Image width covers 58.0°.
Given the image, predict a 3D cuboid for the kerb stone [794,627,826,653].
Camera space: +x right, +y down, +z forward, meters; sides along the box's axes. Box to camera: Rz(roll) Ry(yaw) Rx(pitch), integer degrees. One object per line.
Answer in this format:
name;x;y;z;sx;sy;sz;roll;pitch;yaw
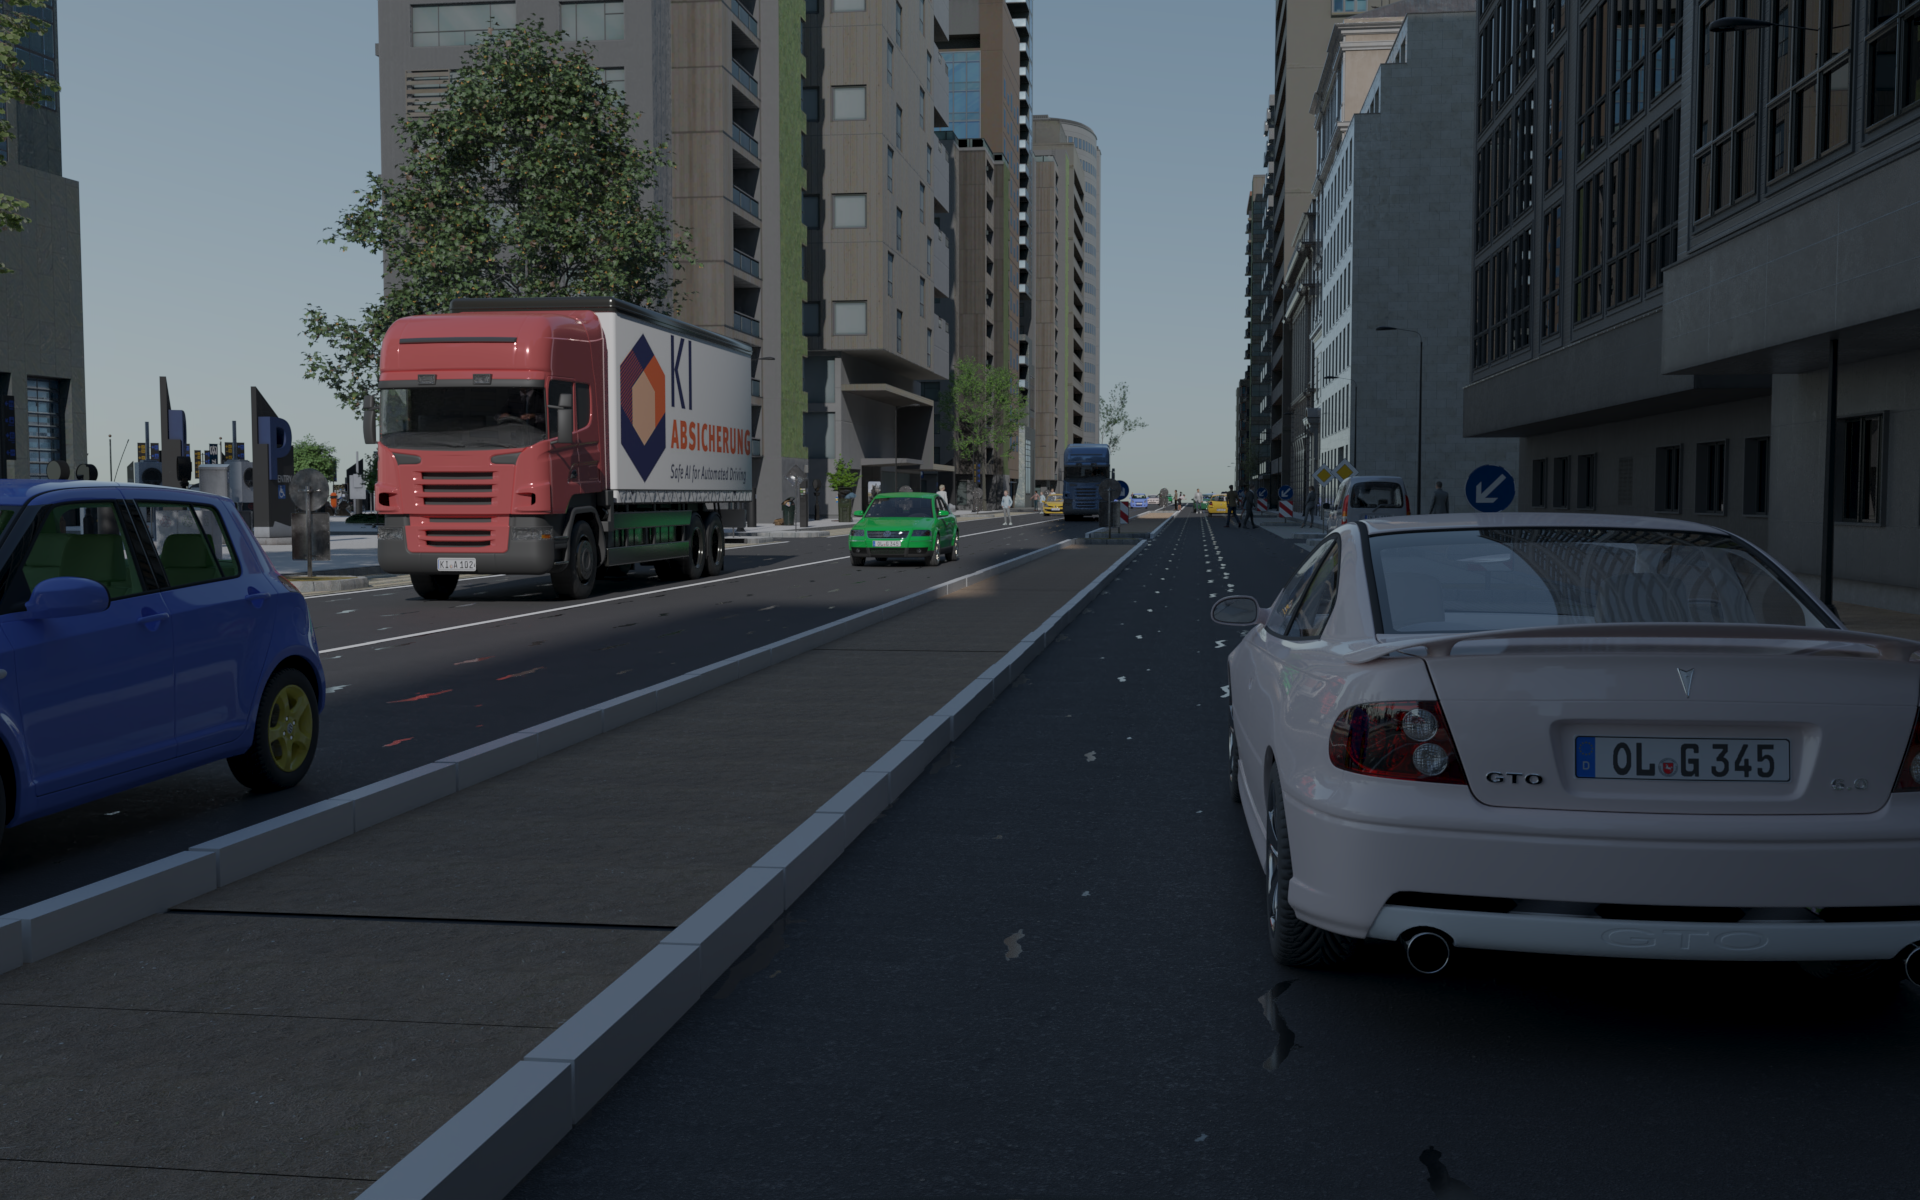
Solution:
kerb stone;-1.418;0.385;15.897;0.120;0.150;1.000;0;4;8

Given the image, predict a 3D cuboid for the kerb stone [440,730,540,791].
kerb stone;-2.394;0.820;8.801;0.120;0.150;1.000;0;4;8

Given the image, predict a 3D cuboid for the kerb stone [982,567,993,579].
kerb stone;0.390;-0.423;29.111;0.120;0.150;1.000;0;4;8

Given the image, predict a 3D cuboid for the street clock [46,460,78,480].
street clock;-19.383;-2.000;37.267;0.471;2.002;0.358;2;4;26

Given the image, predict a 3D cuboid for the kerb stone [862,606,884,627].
kerb stone;-1.004;0.199;18.945;0.120;0.150;1.000;0;4;8

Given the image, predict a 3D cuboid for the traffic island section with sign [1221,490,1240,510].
traffic island section with sign;28.736;-10.601;181.951;1.989;1.847;2.006;0;4;8

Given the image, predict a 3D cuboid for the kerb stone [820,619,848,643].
kerb stone;-1.279;0.324;16.912;0.120;0.150;1.000;0;4;8

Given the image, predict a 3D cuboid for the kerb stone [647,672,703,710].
kerb stone;-1.973;0.637;11.842;0.120;0.150;1.000;0;4;8

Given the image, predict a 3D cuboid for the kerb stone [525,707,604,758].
kerb stone;-2.259;0.757;9.817;0.120;0.150;1.000;0;4;8

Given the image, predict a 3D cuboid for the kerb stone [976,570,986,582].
kerb stone;0.253;-0.352;28.087;0.120;0.150;1.000;0;4;8

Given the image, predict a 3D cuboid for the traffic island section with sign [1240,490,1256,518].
traffic island section with sign;18.213;-5.906;105.196;1.989;1.847;2.006;0;4;8

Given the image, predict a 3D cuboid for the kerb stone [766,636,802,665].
kerb stone;-1.554;0.447;14.884;0.120;0.150;1.000;0;4;8

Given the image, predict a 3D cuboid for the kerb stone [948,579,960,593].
kerb stone;-0.165;-0.174;25.041;0.120;0.150;1.000;0;4;8

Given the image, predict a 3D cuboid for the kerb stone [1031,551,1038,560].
kerb stone;1.510;-0.919;37.254;0.120;0.150;1.000;0;4;8

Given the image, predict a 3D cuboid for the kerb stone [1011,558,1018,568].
kerb stone;0.951;-0.673;33.193;0.120;0.150;1.000;0;4;8

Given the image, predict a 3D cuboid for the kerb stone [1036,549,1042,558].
kerb stone;1.647;-0.983;38.274;0.120;0.150;1.000;0;4;8

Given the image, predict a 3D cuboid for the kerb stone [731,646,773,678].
kerb stone;-1.698;0.509;13.869;0.120;0.150;1.000;0;4;8

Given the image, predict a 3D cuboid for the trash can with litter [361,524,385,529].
trash can with litter;-21.502;-3.310;65.169;2.233;1.210;1.678;2;4;24

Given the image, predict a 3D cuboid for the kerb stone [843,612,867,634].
kerb stone;-1.138;0.261;17.931;0.120;0.150;1.000;0;4;8

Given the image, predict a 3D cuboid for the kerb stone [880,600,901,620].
kerb stone;-0.856;0.137;19.960;0.120;0.150;1.000;0;4;8

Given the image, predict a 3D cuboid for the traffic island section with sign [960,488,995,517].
traffic island section with sign;1.111;-6.049;107.531;1.989;1.847;2.006;0;4;8

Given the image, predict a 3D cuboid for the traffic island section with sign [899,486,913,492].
traffic island section with sign;-2.553;-4.416;80.825;1.989;1.847;2.006;0;4;8

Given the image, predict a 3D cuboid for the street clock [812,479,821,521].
street clock;-6.906;-4.835;83.626;0.358;2.002;0.471;-2;4;-35

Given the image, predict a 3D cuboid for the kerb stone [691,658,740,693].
kerb stone;-1.838;0.572;12.855;0.120;0.150;1.000;0;4;8

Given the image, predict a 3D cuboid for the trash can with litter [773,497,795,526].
trash can with litter;-7.155;-3.600;70.248;1.055;1.170;0.624;2;4;35

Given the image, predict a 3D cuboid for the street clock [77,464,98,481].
street clock;-20.857;-2.254;41.423;0.471;2.002;0.358;1;4;21

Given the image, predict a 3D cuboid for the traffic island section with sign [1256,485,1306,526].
traffic island section with sign;14.392;-4.200;77.299;1.989;1.847;2.006;0;4;8

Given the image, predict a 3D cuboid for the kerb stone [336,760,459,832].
kerb stone;-2.534;0.884;7.780;0.120;0.150;1.000;0;4;8

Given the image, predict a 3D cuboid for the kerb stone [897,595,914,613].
kerb stone;-0.724;0.075;20.974;0.120;0.150;1.000;0;4;8

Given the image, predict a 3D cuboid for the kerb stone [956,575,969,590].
kerb stone;-0.031;-0.236;26.059;0.120;0.150;1.000;0;4;8

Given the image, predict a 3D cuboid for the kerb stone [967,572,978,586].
kerb stone;0.116;-0.298;27.073;0.120;0.150;1.000;0;4;8

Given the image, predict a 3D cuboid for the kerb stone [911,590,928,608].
kerb stone;-0.581;0.012;21.994;0.120;0.150;1.000;0;4;8

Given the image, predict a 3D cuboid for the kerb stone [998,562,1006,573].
kerb stone;0.670;-0.548;31.147;0.120;0.150;1.000;0;4;8

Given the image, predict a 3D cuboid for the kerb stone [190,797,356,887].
kerb stone;-2.668;0.944;6.767;0.120;0.150;1.000;0;4;8

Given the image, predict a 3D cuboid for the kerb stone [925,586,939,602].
kerb stone;-0.440;-0.050;23.015;0.120;0.150;1.000;0;4;8

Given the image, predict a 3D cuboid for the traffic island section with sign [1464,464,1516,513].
traffic island section with sign;7.061;-0.932;23.866;1.989;1.847;2.006;0;4;8

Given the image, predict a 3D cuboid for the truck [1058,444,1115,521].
truck;7.462;-6.652;98.521;2.967;4.110;18.799;0;4;6

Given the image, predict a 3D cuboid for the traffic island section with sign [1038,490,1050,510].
traffic island section with sign;7.942;-9.100;157.410;1.989;1.847;2.006;0;4;8

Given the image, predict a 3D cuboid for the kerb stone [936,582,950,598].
kerb stone;-0.309;-0.112;24.029;0.120;0.150;1.000;0;4;8

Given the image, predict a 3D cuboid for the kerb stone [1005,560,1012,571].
kerb stone;0.811;-0.610;32.169;0.120;0.150;1.000;0;4;8

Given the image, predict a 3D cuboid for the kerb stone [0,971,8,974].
kerb stone;-2.955;1.068;4.736;0.120;0.150;1.000;0;4;8

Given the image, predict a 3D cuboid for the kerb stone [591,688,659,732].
kerb stone;-2.114;0.695;10.829;0.120;0.150;1.000;0;4;8

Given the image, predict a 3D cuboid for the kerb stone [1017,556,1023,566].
kerb stone;1.093;-0.735;34.206;0.120;0.150;1.000;0;4;8

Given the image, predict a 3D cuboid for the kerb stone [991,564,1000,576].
kerb stone;0.529;-0.485;30.132;0.120;0.150;1.000;0;4;8

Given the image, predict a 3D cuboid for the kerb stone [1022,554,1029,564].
kerb stone;1.234;-0.797;35.228;0.120;0.150;1.000;0;4;8

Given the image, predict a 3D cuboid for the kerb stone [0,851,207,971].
kerb stone;-2.807;1.012;5.754;0.120;0.150;1.000;0;4;8

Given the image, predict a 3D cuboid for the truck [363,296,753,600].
truck;-5.803;-2.329;26.993;2.839;4.237;11.283;0;4;7

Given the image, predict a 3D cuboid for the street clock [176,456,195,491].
street clock;-14.834;-1.748;33.153;0.358;2.002;0.471;-2;4;-30

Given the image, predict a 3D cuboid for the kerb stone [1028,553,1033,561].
kerb stone;1.363;-0.859;36.242;0.120;0.150;1.000;0;4;8
